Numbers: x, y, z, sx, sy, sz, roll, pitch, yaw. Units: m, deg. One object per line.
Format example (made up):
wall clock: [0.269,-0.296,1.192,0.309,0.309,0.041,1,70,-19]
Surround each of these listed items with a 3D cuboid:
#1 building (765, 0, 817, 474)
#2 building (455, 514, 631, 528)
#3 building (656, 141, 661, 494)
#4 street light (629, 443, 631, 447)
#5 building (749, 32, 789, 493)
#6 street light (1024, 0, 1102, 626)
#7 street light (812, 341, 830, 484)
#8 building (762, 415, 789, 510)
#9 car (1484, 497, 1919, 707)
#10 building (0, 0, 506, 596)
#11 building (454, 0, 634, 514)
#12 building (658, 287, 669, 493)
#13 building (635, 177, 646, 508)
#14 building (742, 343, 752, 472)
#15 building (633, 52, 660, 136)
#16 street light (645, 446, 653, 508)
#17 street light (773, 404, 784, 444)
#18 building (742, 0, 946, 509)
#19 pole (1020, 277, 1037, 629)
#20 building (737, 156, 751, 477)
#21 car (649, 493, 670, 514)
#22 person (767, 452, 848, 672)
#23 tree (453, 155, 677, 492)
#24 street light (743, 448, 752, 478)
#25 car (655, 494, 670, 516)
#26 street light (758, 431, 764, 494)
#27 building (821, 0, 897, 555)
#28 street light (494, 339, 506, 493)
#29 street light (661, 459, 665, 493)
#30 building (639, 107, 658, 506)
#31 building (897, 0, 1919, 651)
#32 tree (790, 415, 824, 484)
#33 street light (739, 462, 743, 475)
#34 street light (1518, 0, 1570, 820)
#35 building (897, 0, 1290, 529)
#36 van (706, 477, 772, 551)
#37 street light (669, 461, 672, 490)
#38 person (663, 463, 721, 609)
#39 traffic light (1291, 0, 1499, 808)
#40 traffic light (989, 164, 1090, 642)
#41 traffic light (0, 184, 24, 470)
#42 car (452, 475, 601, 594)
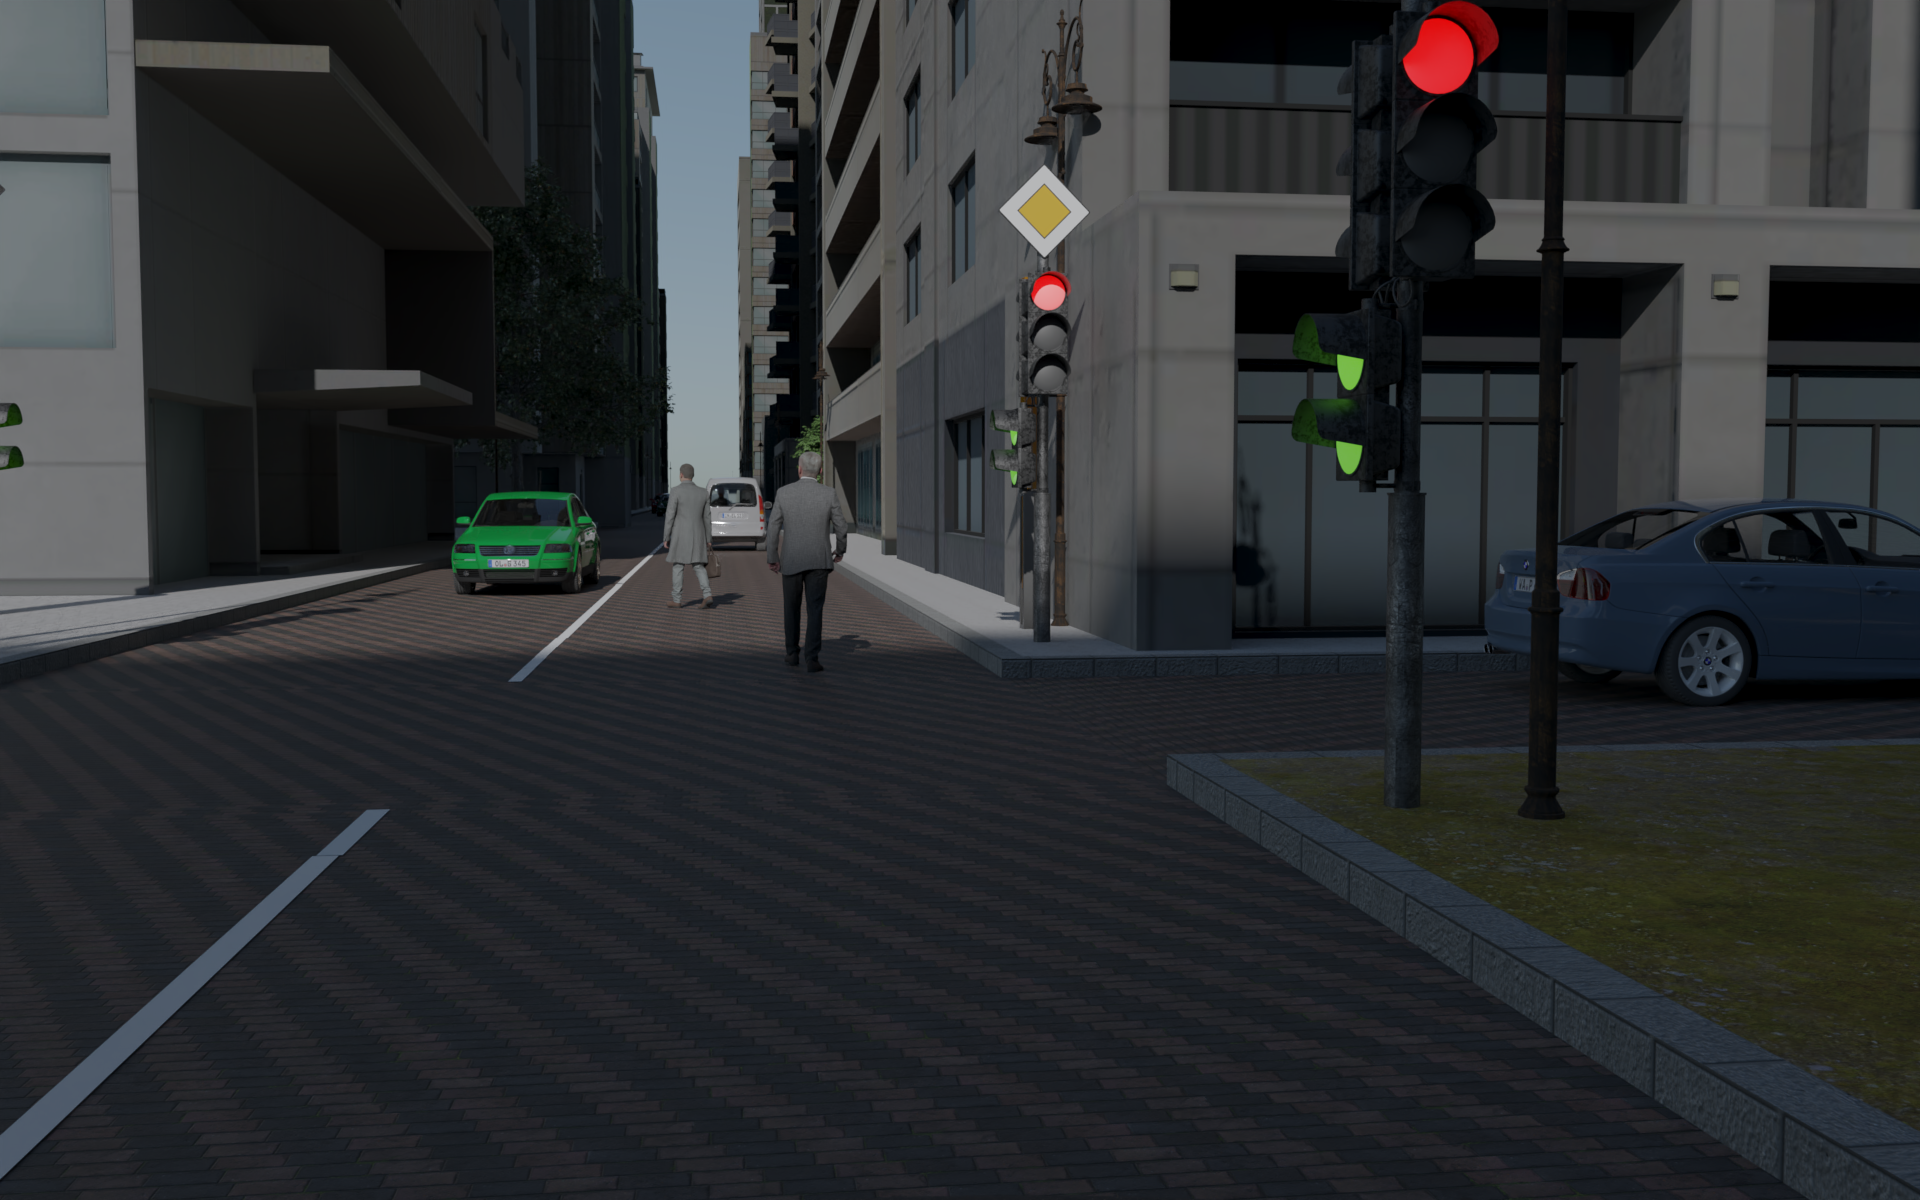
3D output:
building: [-0.665,-27.641,106.561,22.147,44.769,28.867,0,4,-8]
building: [-21.060,-23.657,70.380,14.154,41.232,14.086,0,4,-8]
building: [-40.559,-31.045,191.177,14.154,41.232,14.086,0,4,-8]
street light: [-24.234,-9.396,126.412,0.468,5.910,1.993,0,4,-8]
building: [-12.067,-29.033,158.277,14.154,41.232,14.086,0,4,-8]
street light: [0.973,-2.686,16.697,0.468,5.910,1.993,0,4,-8]
street light: [-4.207,-4.879,52.558,0.468,5.910,1.993,0,4,-8]
building: [-4.125,-50.313,135.285,22.319,86.520,31.000,0,4,-8]
car: [6.163,-0.039,12.640,4.499,1.417,2.014,-1,4,-8]
building: [-22.954,-27.016,30.950,28.713,52.752,27.495,0,4,-8]
building: [-32.744,-27.634,135.405,14.154,41.232,14.086,0,4,-8]
building: [-46.693,-28.227,233.208,14.160,30.474,14.107,0,4,-8]
building: [-34.868,-23.156,150.304,14.160,30.474,14.107,0,4,-8]
building: [-12.773,-22.564,213.966,27.650,21.520,28.899,0,4,-8]
building: [-51.085,-37.986,210.308,28.713,52.752,27.495,0,4,-8]
street light: [-29.286,-11.593,162.328,0.468,5.910,1.993,0,4,-8]
street light: [-9.521,-7.251,91.337,0.468,5.910,1.993,0,4,-8]
building: [-13.355,-45.821,187.419,20.563,71.187,20.611,0,4,-8]
pole: [0.663,-1.381,16.420,0.158,3.312,0.155,0,3,0]
building: [-19.573,-37.553,237.700,21.300,48.544,21.600,0,4,-8]
car: [-21.885,-7.292,128.265,2.155,1.783,4.494,0,4,-7]
person: [-1.263,-0.328,14.260,0.661,1.777,0.834,-1,4,-9]
tree: [-14.818,-8.617,57.901,9.611,12.733,9.660,0,3,0]
street light: [-21.387,-12.384,175.262,0.468,5.910,1.993,0,4,-8]
car: [-18.687,-6.154,112.412,2.131,1.459,4.920,0,4,-7]
street light: [-14.654,-9.456,127.394,0.468,5.910,1.993,0,4,-8]
building: [7.528,-25.862,46.548,21.300,48.544,21.600,0,4,-8]
street light: [-13.483,-4.742,50.321,0.468,5.910,1.993,0,4,-8]
street light: [-35.743,-14.428,208.690,0.468,5.910,1.993,0,4,-8]
building: [-38.757,-30.185,177.115,14.154,41.232,14.086,0,4,-8]
building: [10.233,-35.795,23.499,20.611,71.187,20.563,0,4,-8]
tree: [-4.337,-4.749,61.357,4.285,4.588,4.351,0,3,0]
street light: [-26.434,-14.578,211.141,0.468,5.910,1.993,0,4,-8]
street light: [2.317,-2.076,6.725,0.468,5.910,1.993,0,4,-8]
building: [1.892,-39.205,79.248,20.563,71.187,20.611,0,4,-8]
van: [-5.857,-2.304,44.676,2.013,2.044,4.112,0,4,-8]
street light: [-40.910,-16.642,244.888,0.468,5.910,1.993,0,4,-8]
person: [-3.391,-0.798,21.648,0.694,1.812,0.767,-3,4,-37]
traffic light: [1.802,-1.107,7.020,0.839,4.253,0.868,0,4,-8]
traffic light: [0.693,-1.591,14.928,0.839,4.253,0.868,0,4,-8]
traffic light: [-7.932,-1.516,13.706,0.839,4.253,0.868,0,4,-8]
car: [-6.496,-1.064,26.196,1.959,1.807,4.718,0,4,-6]
